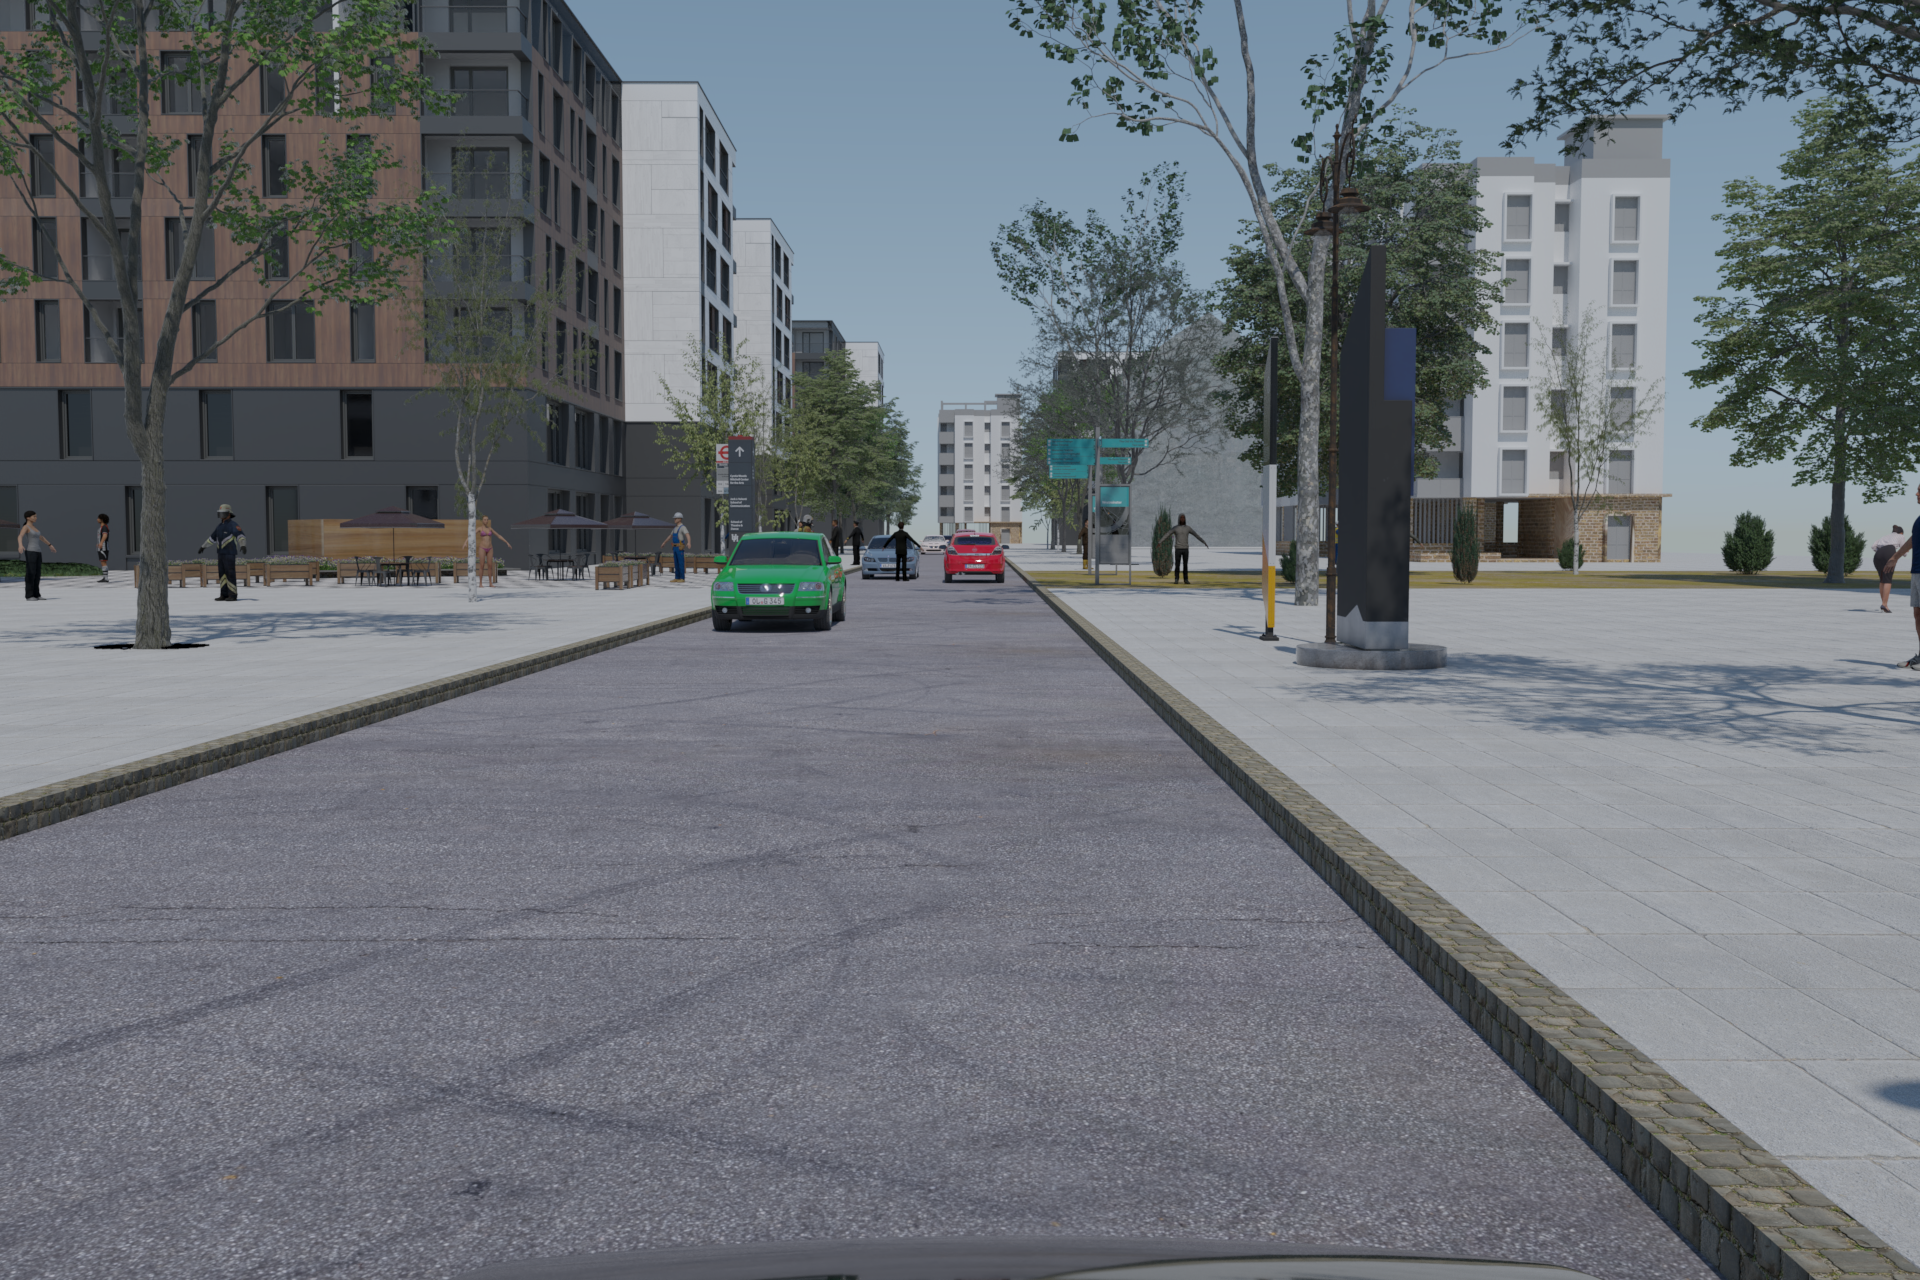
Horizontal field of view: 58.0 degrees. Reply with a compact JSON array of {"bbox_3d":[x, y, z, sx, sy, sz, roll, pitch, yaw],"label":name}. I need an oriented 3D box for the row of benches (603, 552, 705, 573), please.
[{"bbox_3d":[-10.454,-2.649,58.769,4.104,0.672,1.422,2,4,29],"label":"row of benches"}]

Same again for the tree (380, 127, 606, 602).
[{"bbox_3d":[-9.363,-5.006,32.213,4.360,8.622,3.978,0,3,0],"label":"tree"}]

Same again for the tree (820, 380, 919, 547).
[{"bbox_3d":[-7.935,-14.169,138.315,9.857,13.997,8.962,0,3,0],"label":"tree"}]

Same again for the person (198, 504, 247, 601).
[{"bbox_3d":[-14.011,-1.662,33.034,1.351,1.845,0.704,2,4,31],"label":"person"}]

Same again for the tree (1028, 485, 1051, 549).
[{"bbox_3d":[7.461,-12.057,147.499,4.737,8.622,4.395,0,3,0],"label":"tree"}]

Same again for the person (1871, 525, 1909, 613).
[{"bbox_3d":[15.235,-1.167,28.318,0.628,1.438,0.799,1,4,17],"label":"person"}]

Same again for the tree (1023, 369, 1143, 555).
[{"bbox_3d":[7.577,-11.185,108.627,9.928,11.665,9.643,0,3,0],"label":"tree"}]

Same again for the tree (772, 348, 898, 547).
[{"bbox_3d":[-7.630,-11.461,105.516,7.486,12.596,7.792,0,3,0],"label":"tree"}]

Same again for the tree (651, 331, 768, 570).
[{"bbox_3d":[-8.752,-6.834,62.092,4.737,8.622,4.395,0,3,0],"label":"tree"}]

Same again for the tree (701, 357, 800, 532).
[{"bbox_3d":[-8.017,-7.401,71.372,4.360,8.622,3.978,0,3,0],"label":"tree"}]

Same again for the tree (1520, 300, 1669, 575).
[{"bbox_3d":[19.389,-6.382,54.701,4.360,8.622,3.978,0,3,0],"label":"tree"}]

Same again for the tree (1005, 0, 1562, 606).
[{"bbox_3d":[5.806,-10.764,31.884,12.611,20.169,13.585,0,3,0],"label":"tree"}]

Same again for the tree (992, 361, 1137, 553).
[{"bbox_3d":[7.367,-12.863,120.677,12.009,13.543,11.850,0,3,0],"label":"tree"}]

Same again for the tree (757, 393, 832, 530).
[{"bbox_3d":[-8.553,-8.582,90.671,4.737,8.622,4.395,0,3,0],"label":"tree"}]

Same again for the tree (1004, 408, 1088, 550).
[{"bbox_3d":[7.427,-13.611,140.659,7.486,12.596,7.792,0,3,0],"label":"tree"}]

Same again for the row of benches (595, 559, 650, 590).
[{"bbox_3d":[-8.057,-1.585,41.378,1.422,0.672,4.104,0,4,-1],"label":"row of benches"}]

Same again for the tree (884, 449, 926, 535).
[{"bbox_3d":[-9.568,-19.937,232.629,9.857,13.997,8.962,0,3,0],"label":"tree"}]

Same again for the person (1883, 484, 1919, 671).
[{"bbox_3d":[9.107,-0.623,16.354,0.704,1.807,1.345,0,4,7],"label":"person"}]

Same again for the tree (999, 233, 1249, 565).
[{"bbox_3d":[6.837,-9.839,71.244,12.009,13.543,11.850,0,3,0],"label":"tree"}]

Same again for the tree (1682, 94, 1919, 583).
[{"bbox_3d":[23.050,-7.781,45.346,7.486,12.596,7.792,0,3,0],"label":"tree"}]

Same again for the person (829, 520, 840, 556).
[{"bbox_3d":[-4.552,-3.474,63.020,0.704,1.802,1.346,0,4,7],"label":"person"}]

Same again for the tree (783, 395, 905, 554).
[{"bbox_3d":[-7.754,-11.005,114.337,8.767,10.594,7.601,0,4,1],"label":"tree"}]

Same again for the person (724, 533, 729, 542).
[{"bbox_3d":[-9.326,-4.023,72.242,1.216,1.772,0.721,1,4,19],"label":"person"}]

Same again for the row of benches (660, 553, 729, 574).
[{"bbox_3d":[-8.049,-2.475,55.925,4.104,0.672,1.422,2,4,32],"label":"row of benches"}]

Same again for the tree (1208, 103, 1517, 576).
[{"bbox_3d":[11.837,-8.949,52.979,9.857,13.997,8.962,0,3,0],"label":"tree"}]

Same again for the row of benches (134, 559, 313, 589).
[{"bbox_3d":[-17.707,-1.619,41.937,4.104,0.672,1.422,-2,4,-30],"label":"row of benches"}]

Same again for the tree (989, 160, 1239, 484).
[{"bbox_3d":[8.397,-14.164,87.469,12.611,20.169,13.585,0,3,0],"label":"tree"}]

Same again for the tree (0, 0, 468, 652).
[{"bbox_3d":[-8.962,-5.700,18.955,9.928,11.665,9.643,0,3,0],"label":"tree"}]

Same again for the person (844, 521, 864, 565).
[{"bbox_3d":[-4.284,-3.984,71.080,0.705,1.837,1.347,2,4,31],"label":"person"}]

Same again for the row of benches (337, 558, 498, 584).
[{"bbox_3d":[-13.980,-1.807,45.001,4.104,0.672,1.422,-1,4,-10],"label":"row of benches"}]

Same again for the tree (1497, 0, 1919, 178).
[{"bbox_3d":[6.391,-4.638,10.247,7.601,10.594,8.767,-1,4,-11],"label":"tree"}]

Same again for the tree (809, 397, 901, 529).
[{"bbox_3d":[-7.950,-12.413,128.708,9.928,11.665,9.643,0,3,0],"label":"tree"}]

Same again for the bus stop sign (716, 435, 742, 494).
[{"bbox_3d":[-6.145,-3.553,46.800,0.855,3.939,0.416,0,4,3],"label":"bus stop sign"}]

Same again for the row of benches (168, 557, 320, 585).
[{"bbox_3d":[-18.625,-1.829,45.360,1.422,0.672,4.104,3,4,36],"label":"row of benches"}]

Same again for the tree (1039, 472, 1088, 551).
[{"bbox_3d":[7.635,-11.129,132.318,4.737,8.622,4.395,0,3,0],"label":"tree"}]

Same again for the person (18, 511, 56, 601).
[{"bbox_3d":[-17.822,-1.628,33.430,0.721,1.737,1.217,0,4,1],"label":"person"}]
